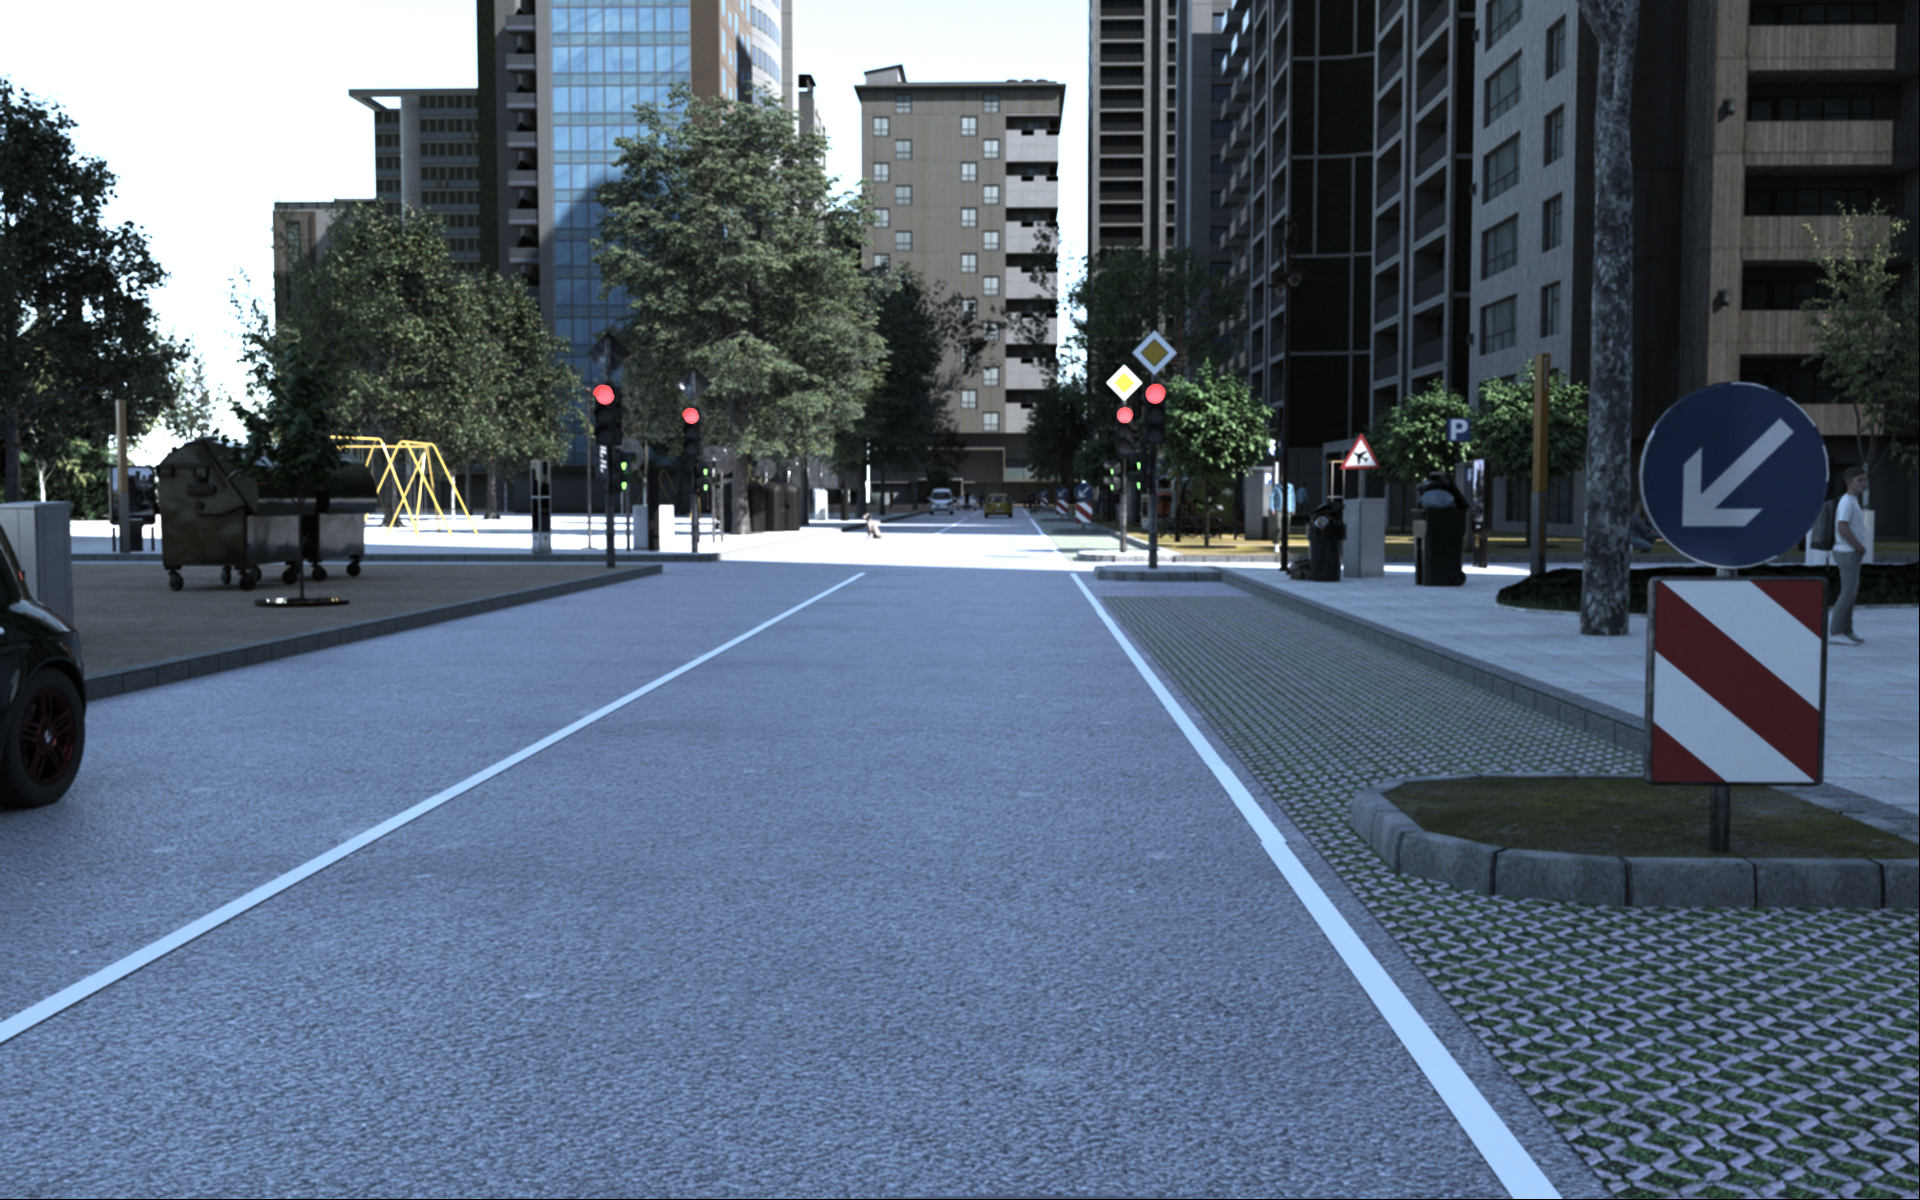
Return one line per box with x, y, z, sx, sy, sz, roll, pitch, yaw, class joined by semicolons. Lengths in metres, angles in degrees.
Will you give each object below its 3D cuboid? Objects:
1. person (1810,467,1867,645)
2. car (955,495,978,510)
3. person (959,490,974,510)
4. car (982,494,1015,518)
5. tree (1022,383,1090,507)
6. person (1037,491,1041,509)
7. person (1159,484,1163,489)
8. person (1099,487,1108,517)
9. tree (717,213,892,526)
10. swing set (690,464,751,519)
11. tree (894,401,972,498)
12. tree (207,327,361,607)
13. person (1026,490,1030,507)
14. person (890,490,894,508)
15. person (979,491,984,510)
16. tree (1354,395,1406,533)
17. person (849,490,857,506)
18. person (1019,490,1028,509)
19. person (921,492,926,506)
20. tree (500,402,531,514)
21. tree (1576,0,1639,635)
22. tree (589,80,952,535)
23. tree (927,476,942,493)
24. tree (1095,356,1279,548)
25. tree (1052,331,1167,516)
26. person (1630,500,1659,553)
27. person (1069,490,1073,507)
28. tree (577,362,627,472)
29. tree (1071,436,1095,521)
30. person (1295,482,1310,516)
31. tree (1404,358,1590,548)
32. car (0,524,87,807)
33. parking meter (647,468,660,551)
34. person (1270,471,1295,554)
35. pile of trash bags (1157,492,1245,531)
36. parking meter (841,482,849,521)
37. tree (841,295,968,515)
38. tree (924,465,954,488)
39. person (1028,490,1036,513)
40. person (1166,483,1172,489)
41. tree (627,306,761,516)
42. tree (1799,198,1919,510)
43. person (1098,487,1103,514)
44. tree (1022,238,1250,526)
7.577;-0.375;14.778;0.523;1.515;0.503;0;4;-4;person
0.598;-8.793;156.122;2.083;1.381;4.827;0;3;0;car
0.599;-8.783;152.121;1.348;1.822;0.705;1;4;12;person
2.346;-5.866;106.124;2.015;1.641;3.980;0;4;1;car
10.359;-15.693;174.708;7.486;12.596;7.792;0;3;0;tree
7.406;-9.326;161.768;0.721;1.735;1.217;1;4;17;person
10.096;-4.940;86.989;0.511;1.800;0.466;-2;4;-33;person
7.986;-5.458;95.635;0.623;1.781;0.721;2;4;27;person
-6.744;-9.321;70.528;7.486;12.596;7.792;0;3;0;tree
-12.435;-5.640;89.840;3.119;2.851;2.862;0;4;2;swing set
-2.843;-14.118;165.244;8.767;10.594;7.601;-2;4;-25;tree
-7.604;-1.564;20.173;1.663;3.219;1.824;0;3;0;tree
7.361;-10.694;183.363;1.348;1.823;0.705;-3;5;-44;person
-6.364;-9.434;161.751;0.415;1.643;0.593;0;4;0;person
1.962;-8.960;155.912;0.530;1.710;0.541;0;4;-2;person
13.154;-3.940;48.129;4.285;4.588;4.351;0;3;0;tree
-11.165;-10.759;181.963;1.348;1.822;0.705;-1;4;-16;person
6.350;-9.918;170.660;0.705;1.824;1.348;3;5;43;person
-4.059;-11.201;192.552;0.541;1.710;0.530;1;4;21;person
-28.714;-9.775;110.185;4.737;8.622;4.395;0;3;0;tree
4.648;-9.796;16.054;12.611;20.169;13.585;0;3;0;tree
-6.764;-9.005;53.888;9.857;13.997;8.962;0;3;0;tree
-2.661;-11.338;179.985;1.663;3.219;1.824;0;3;0;tree
5.907;-3.539;41.572;4.285;4.588;4.351;0;3;0;tree
8.548;-9.937;96.875;7.601;10.594;8.767;1;4;10;tree
14.946;-1.596;37.629;0.738;1.151;1.012;3;5;44;person
10.837;-9.859;168.709;0.415;1.643;0.593;2;4;26;person
-23.476;-10.378;86.692;9.611;12.733;9.660;0;3;0;tree
7.061;-6.112;83.648;4.285;4.588;4.351;0;3;0;tree
14.077;-3.971;71.307;0.444;1.785;0.601;-2;4;-30;person
13.872;-3.571;42.094;4.285;4.588;4.351;0;3;0;tree
-5.073;0.195;6.603;2.009;1.686;4.222;0;4;2;car
-6.960;-2.056;39.331;0.255;1.863;0.399;-1;4;-12;parking meter
6.963;-1.897;37.403;0.601;1.785;0.444;0;4;-5;person
8.472;-3.096;60.364;3.447;1.369;1.912;0;4;-6;pile of trash bags
-5.517;-4.723;82.925;0.255;1.863;0.399;-3;4;-36;parking meter
-4.593;-11.895;104.859;12.009;13.543;11.850;0;3;0;tree
-2.351;-12.457;187.390;4.285;4.588;4.351;0;3;0;tree
5.345;-7.271;127.835;0.683;1.767;0.568;1;4;12;person
10.115;-4.663;82.561;0.573;1.790;0.520;1;4;19;person
-16.727;-11.416;103.667;9.611;12.733;9.660;0;3;0;tree
22.779;-5.674;43.125;4.737;8.622;4.395;0;3;0;tree
9.189;-6.479;112.159;0.721;1.800;0.419;1;4;16;person
7.537;-8.775;69.220;9.928;11.665;9.643;0;3;0;tree
